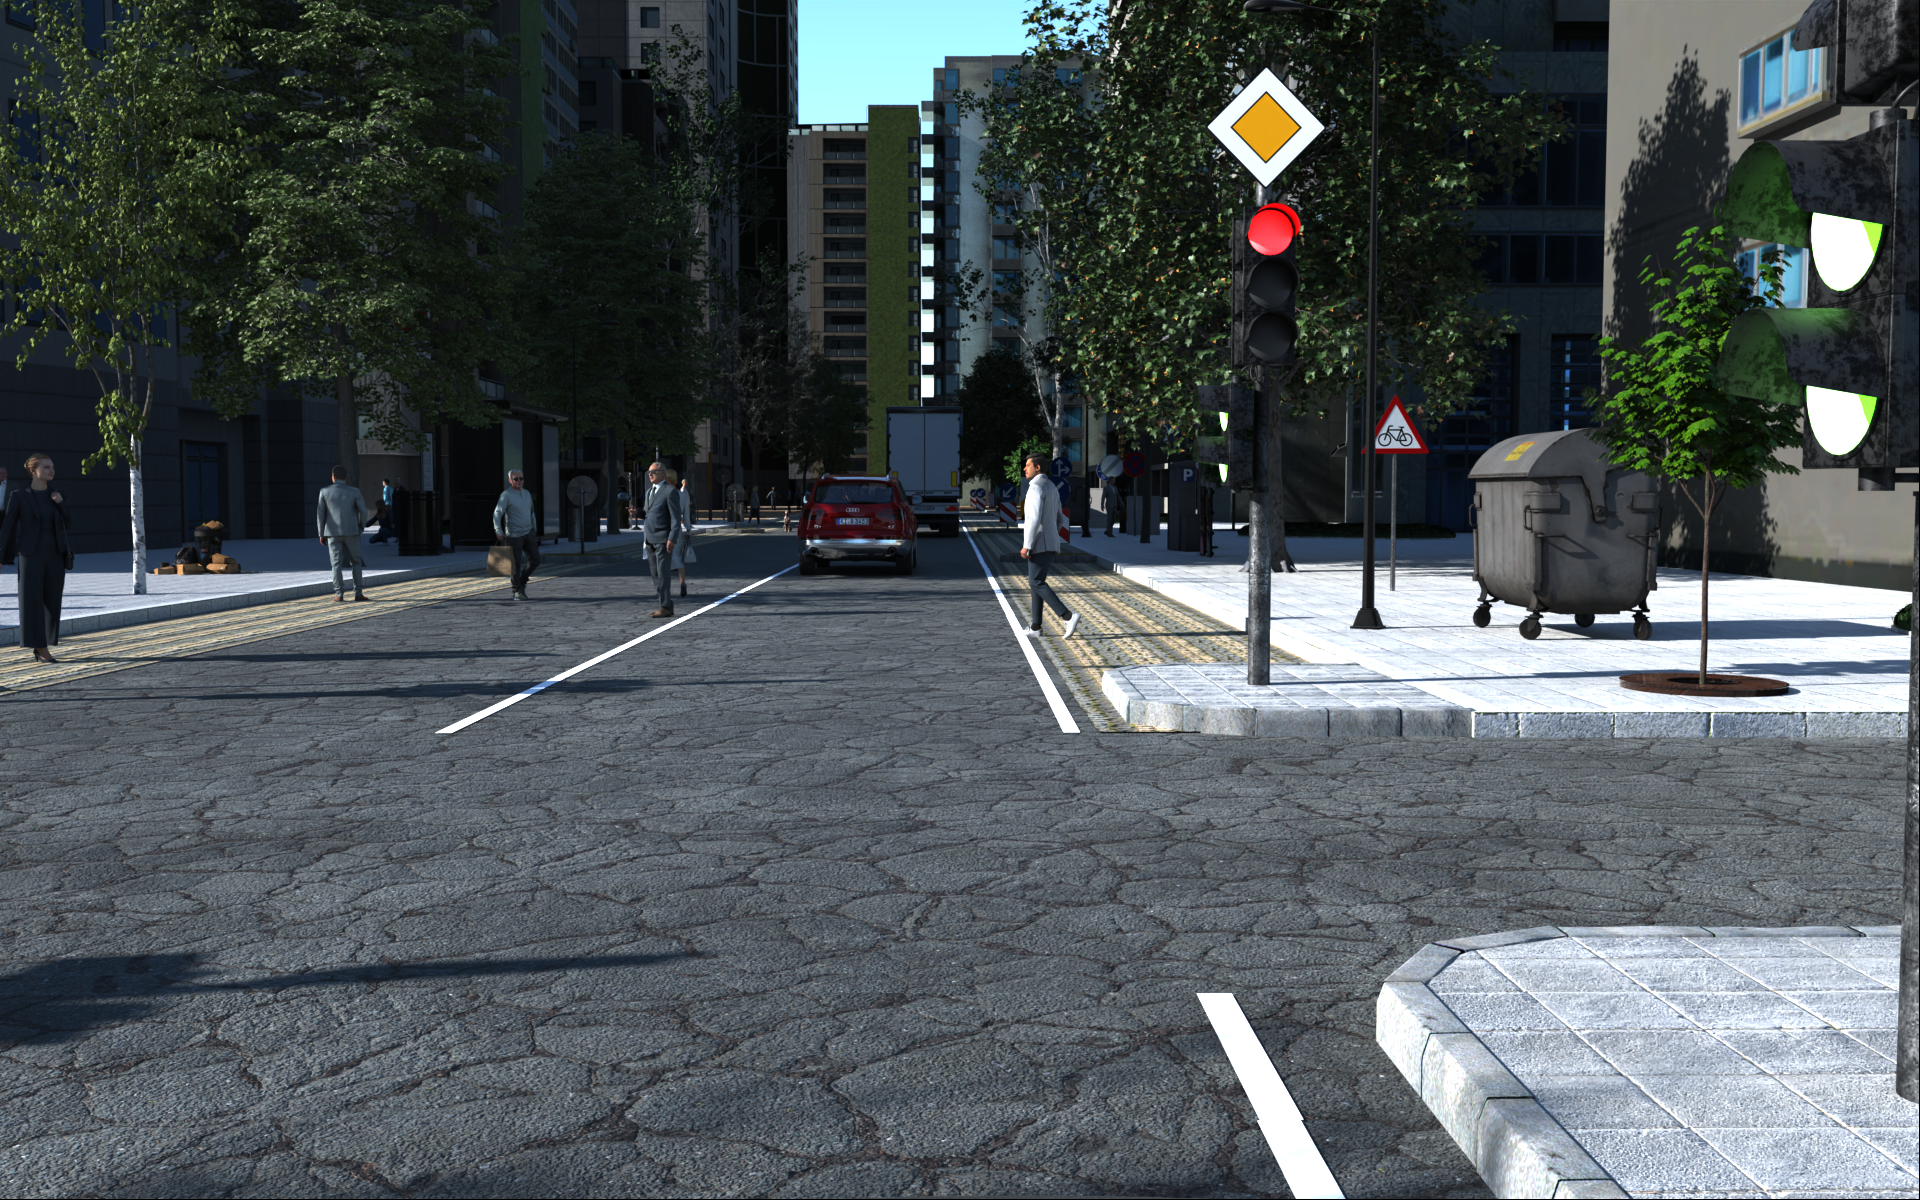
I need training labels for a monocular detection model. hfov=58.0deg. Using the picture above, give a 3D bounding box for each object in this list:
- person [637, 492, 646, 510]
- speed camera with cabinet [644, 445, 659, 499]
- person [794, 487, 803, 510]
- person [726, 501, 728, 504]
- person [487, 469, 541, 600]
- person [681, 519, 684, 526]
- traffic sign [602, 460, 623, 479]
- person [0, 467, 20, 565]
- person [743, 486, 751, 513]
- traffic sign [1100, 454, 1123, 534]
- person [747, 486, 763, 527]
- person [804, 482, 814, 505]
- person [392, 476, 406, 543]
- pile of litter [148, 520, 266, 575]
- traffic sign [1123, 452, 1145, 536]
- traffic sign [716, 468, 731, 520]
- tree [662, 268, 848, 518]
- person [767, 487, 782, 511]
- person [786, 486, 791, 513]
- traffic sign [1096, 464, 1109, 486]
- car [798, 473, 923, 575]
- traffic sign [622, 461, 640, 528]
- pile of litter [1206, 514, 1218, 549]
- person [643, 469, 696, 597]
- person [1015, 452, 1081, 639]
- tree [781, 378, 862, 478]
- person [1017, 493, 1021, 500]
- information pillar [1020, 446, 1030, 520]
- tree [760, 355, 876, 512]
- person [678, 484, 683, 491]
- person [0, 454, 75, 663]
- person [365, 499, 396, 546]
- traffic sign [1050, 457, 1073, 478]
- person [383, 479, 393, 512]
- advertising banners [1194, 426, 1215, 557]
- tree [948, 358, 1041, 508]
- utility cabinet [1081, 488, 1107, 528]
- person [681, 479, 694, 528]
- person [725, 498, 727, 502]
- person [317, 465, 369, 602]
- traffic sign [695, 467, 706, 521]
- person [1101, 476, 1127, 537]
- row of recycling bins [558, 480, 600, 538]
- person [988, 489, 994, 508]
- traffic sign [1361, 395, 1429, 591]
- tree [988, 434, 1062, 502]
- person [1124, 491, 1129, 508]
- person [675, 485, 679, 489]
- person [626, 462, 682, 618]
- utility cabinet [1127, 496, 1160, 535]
[{"bbox_3d":[-18.251,-5.529,99.672,0.697,1.427,0.421,0,4,4],"label":"person"},{"bbox_3d":[-11.295,-4.245,63.749,0.660,3.252,2.038,-1,4,-9],"label":"speed camera with cabinet"},{"bbox_3d":[-13.135,-8.285,141.496,0.705,1.826,1.348,3,5,39],"label":"person"},{"bbox_3d":[-12.361,-5.113,92.864,0.599,1.433,0.991,0,4,6],"label":"person"},{"bbox_3d":[-6.035,-0.877,23.318,0.515,1.767,0.782,2,4,32],"label":"person"},{"bbox_3d":[-11.117,-3.612,69.776,0.332,1.250,0.352,0,4,4],"label":"person"},{"bbox_3d":[-12.442,-3.783,61.962,0.768,2.556,0.104,0,4,6],"label":"traffic sign"},{"bbox_3d":[-17.224,-1.515,31.203,0.661,1.777,0.834,-2,4,-23],"label":"person"},{"bbox_3d":[-14.278,-6.644,114.761,0.705,1.812,1.348,3,5,43],"label":"person"},{"bbox_3d":[4.875,-3.400,55.698,0.768,2.556,0.104,0,4,3],"label":"traffic sign"},{"bbox_3d":[-9.020,-4.107,75.826,0.728,1.800,0.709,-2,4,-34],"label":"person"},{"bbox_3d":[-4.514,-2.628,51.738,0.793,1.790,0.793,3,5,40],"label":"person"},{"bbox_3d":[-14.842,-2.412,45.904,0.576,1.772,0.534,1,4,19],"label":"person"},{"bbox_3d":[-12.164,-0.856,27.954,1.719,0.858,1.176,1,4,9],"label":"pile of litter"},{"bbox_3d":[5.319,-3.209,52.578,0.768,2.556,0.104,1,4,9],"label":"traffic sign"},{"bbox_3d":[-11.718,-5.247,85.891,0.768,2.556,0.104,0,4,3],"label":"traffic sign"},{"bbox_3d":[-11.168,-11.250,94.313,12.009,13.543,11.850,0,3,0],"label":"tree"},{"bbox_3d":[-14.504,-7.875,134.878,1.350,1.814,0.705,-2,4,-35],"label":"person"},{"bbox_3d":[-11.652,-6.824,117.597,0.705,1.826,1.348,-1,4,-9],"label":"person"},{"bbox_3d":[5.618,-4.060,66.487,0.768,2.556,0.104,0,4,3],"label":"traffic sign"},{"bbox_3d":[-1.846,-1.443,32.273,2.281,1.827,5.304,0,3,0],"label":"car"},{"bbox_3d":[-12.455,-3.999,65.485,0.768,2.556,0.104,0,4,8],"label":"traffic sign"},{"bbox_3d":[5.522,-1.664,41.170,1.176,0.858,1.719,0,3,0],"label":"pile of litter"},{"bbox_3d":[-4.059,-0.940,24.217,0.694,1.780,0.624,-1,4,-22],"label":"person"},{"bbox_3d":[0.879,-0.539,17.161,0.795,1.843,0.661,2,4,27],"label":"person"},{"bbox_3d":[-12.733,-14.868,161.224,7.486,12.596,7.792,0,3,0],"label":"tree"},{"bbox_3d":[3.769,-5.676,99.570,1.217,1.735,0.721,3,5,40],"label":"person"},{"bbox_3d":[3.192,-5.717,84.822,0.504,3.616,0.183,-1,4,-15],"label":"information pillar"},{"bbox_3d":[-11.344,-12.326,127.287,9.928,11.665,9.643,0,3,0],"label":"tree"},{"bbox_3d":[-14.567,-5.190,90.914,0.705,1.822,1.348,-1,4,-12],"label":"person"},{"bbox_3d":[-7.837,-0.352,14.679,0.534,1.772,0.576,1,4,19],"label":"person"},{"bbox_3d":[-14.256,-1.910,42.766,1.012,1.151,0.738,2,4,26],"label":"person"},{"bbox_3d":[3.454,-3.609,59.105,0.768,2.556,0.104,0,4,5],"label":"traffic sign"},{"bbox_3d":[-19.981,-3.342,60.710,0.620,1.820,0.660,0,4,-1],"label":"person"},{"bbox_3d":[5.049,-2.430,35.911,0.090,3.025,2.074,0,4,-2],"label":"advertising banners"},{"bbox_3d":[3.198,-15.609,161.865,9.857,13.997,8.962,0,3,0],"label":"tree"},{"bbox_3d":[5.148,-3.446,65.022,1.173,1.500,0.318,1,4,13],"label":"utility cabinet"},{"bbox_3d":[-10.489,-3.659,65.751,0.818,1.842,0.514,-1,4,-19],"label":"person"},{"bbox_3d":[-15.748,-6.698,118.808,1.065,1.426,0.557,2,4,26],"label":"person"},{"bbox_3d":[-8.194,-0.882,23.016,0.635,1.810,0.391,-2,4,-25],"label":"person"},{"bbox_3d":[-12.620,-5.091,83.234,0.884,2.594,0.081,0,4,7],"label":"traffic sign"},{"bbox_3d":[4.540,-2.784,51.682,0.709,1.813,0.853,-3,5,-42],"label":"person"},{"bbox_3d":[-11.651,-2.731,51.761,1.069,1.692,3.534,1,4,10],"label":"row of recycling bins"},{"bbox_3d":[2.924,-9.400,160.400,0.551,1.740,0.621,-3,4,-37],"label":"person"},{"bbox_3d":[5.724,-1.397,22.848,0.884,2.594,0.081,0,4,1],"label":"traffic sign"},{"bbox_3d":[4.133,-6.720,93.588,4.285,4.588,4.351,0,3,0],"label":"tree"},{"bbox_3d":[10.016,-6.057,105.602,0.750,1.759,0.617,2,4,35],"label":"person"},{"bbox_3d":[-16.154,-5.671,98.749,0.705,1.826,1.348,0,4,-5],"label":"person"},{"bbox_3d":[-3.571,-0.707,20.243,0.661,1.801,0.590,3,5,43],"label":"person"},{"bbox_3d":[5.772,-2.653,54.543,1.020,1.237,0.306,0,3,0],"label":"utility cabinet"}]
